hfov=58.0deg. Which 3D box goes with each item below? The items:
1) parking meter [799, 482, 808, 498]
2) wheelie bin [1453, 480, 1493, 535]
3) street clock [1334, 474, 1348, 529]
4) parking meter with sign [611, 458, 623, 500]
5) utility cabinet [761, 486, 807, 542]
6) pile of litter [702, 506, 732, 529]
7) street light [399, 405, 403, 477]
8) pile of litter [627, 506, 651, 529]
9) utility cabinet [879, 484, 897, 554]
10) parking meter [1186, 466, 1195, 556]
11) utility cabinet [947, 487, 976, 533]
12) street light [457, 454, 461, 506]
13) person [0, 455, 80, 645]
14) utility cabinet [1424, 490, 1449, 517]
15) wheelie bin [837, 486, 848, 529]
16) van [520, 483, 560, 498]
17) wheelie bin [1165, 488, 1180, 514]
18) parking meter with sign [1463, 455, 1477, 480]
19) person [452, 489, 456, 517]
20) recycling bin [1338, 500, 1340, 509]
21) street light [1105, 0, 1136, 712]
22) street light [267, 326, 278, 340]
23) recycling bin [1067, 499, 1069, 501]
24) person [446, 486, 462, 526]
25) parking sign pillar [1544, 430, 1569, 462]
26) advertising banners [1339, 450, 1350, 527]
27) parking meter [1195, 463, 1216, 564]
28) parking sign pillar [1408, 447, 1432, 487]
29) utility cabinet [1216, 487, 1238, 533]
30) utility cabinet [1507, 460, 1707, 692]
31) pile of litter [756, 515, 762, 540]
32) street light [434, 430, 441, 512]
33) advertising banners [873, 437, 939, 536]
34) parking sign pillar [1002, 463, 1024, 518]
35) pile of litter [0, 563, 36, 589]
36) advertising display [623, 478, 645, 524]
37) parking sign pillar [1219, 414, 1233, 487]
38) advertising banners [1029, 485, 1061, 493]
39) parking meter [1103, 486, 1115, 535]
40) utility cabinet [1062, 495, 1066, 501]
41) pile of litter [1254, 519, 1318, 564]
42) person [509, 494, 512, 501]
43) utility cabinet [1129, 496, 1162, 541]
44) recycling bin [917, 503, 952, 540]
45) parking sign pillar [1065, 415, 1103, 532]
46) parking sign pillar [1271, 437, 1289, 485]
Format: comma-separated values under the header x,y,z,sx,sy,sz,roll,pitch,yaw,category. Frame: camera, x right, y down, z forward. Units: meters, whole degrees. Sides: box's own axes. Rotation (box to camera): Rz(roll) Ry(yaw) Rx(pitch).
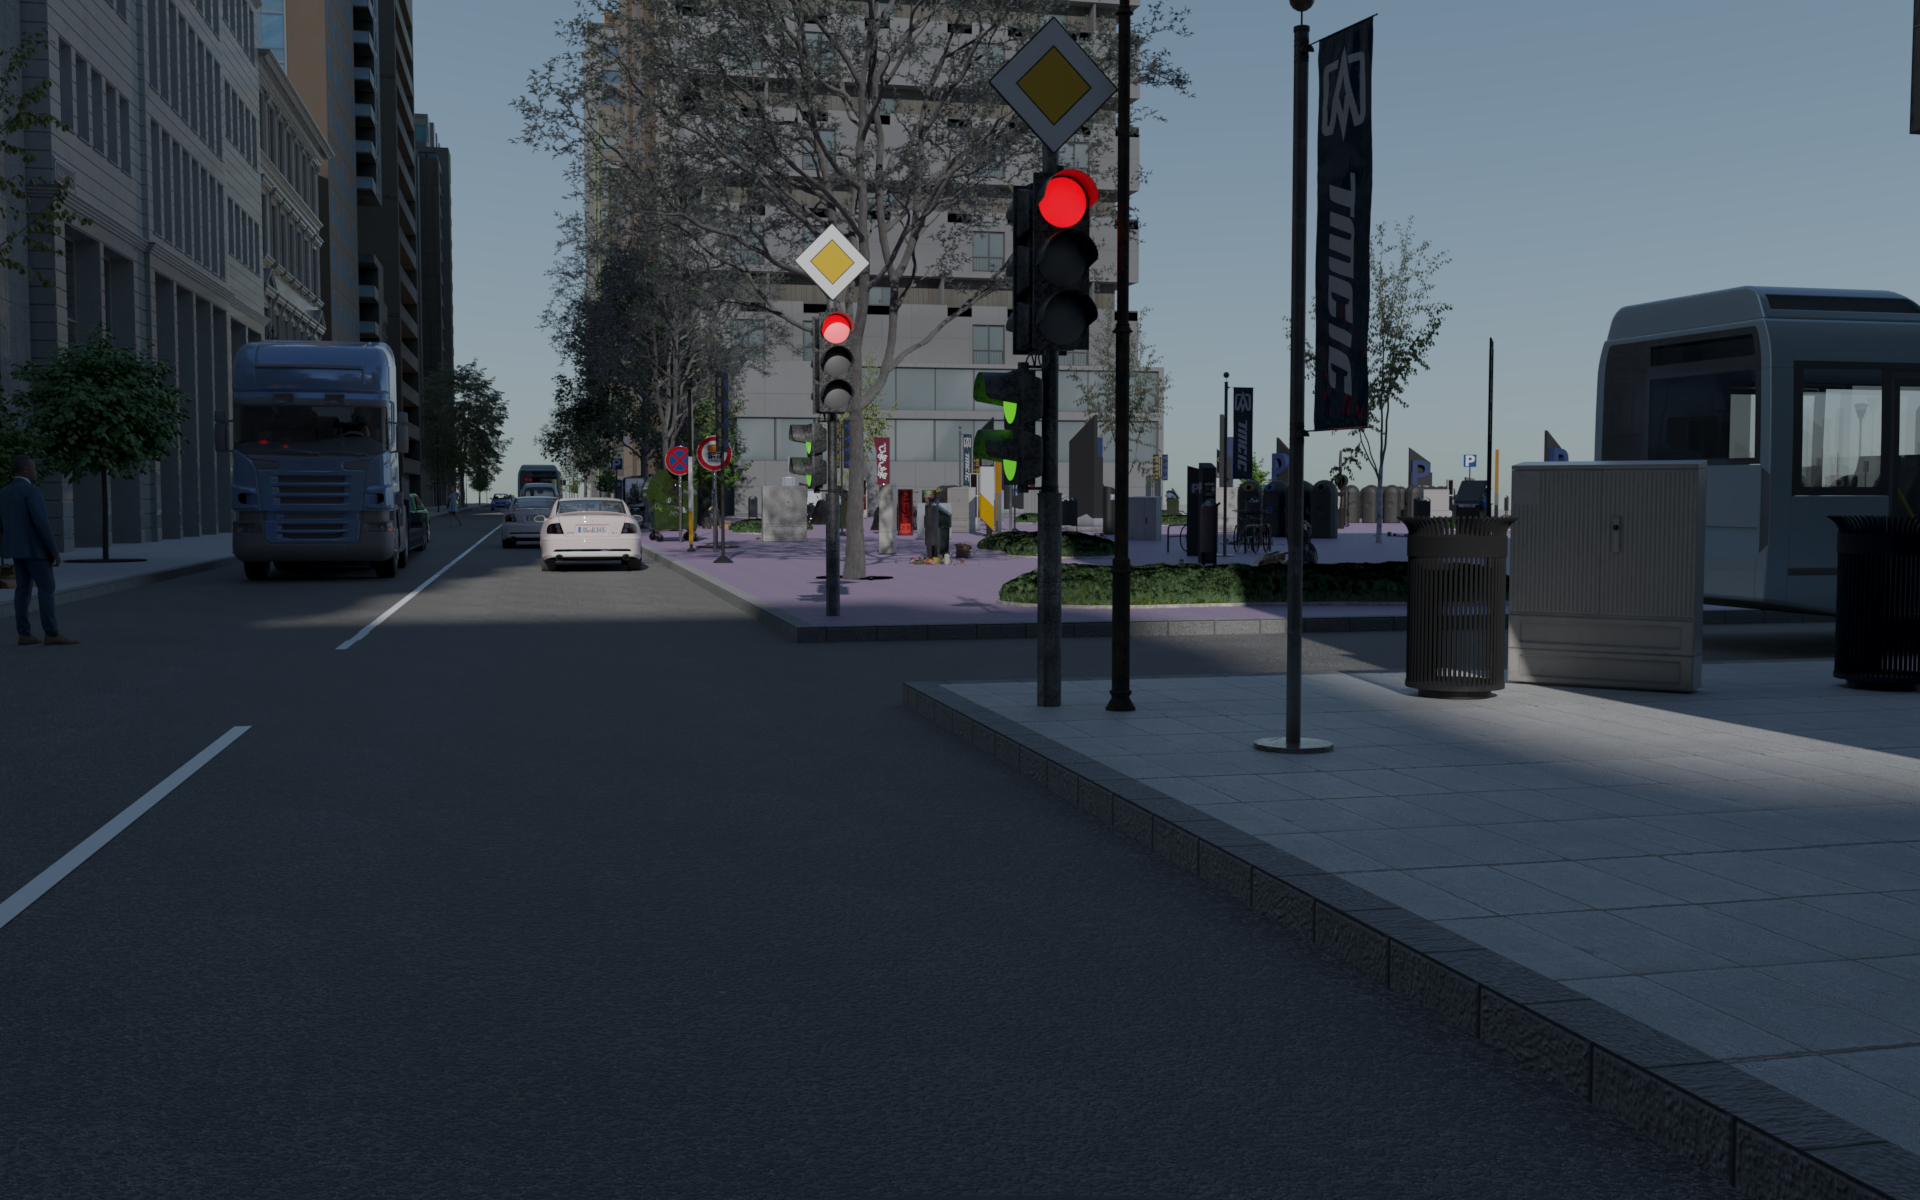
x,y,z,sx,sy,sz,roll,pitch,yaw,category
-7.836,-4.950,86.649,0.399,1.863,0.255,1,4,12,parking meter
11.695,-1.932,39.504,0.980,1.594,0.693,3,5,45,wheelie bin
14.058,-3.628,63.894,0.471,2.002,0.358,3,5,44,street clock
-16.721,-5.437,85.148,0.543,3.016,1.738,0,4,-1,parking meter with sign
-4.694,-2.298,46.248,1.173,1.500,0.318,-1,4,-13,utility cabinet
-8.876,-3.070,64.161,1.176,0.858,1.719,3,5,41,pile of litter
-29.168,-7.196,90.436,0.468,5.910,1.993,-1,4,-14,street light
-11.958,-3.060,64.000,1.176,0.858,1.719,-1,4,-18,pile of litter
-1.561,-1.747,37.248,0.318,1.500,1.173,0,4,2,utility cabinet
4.907,-1.842,35.834,0.399,1.863,0.255,1,4,20,parking meter
0.039,-2.963,57.120,0.318,1.500,1.173,-3,4,-36,utility cabinet
-44.711,-11.112,154.473,0.468,5.910,1.993,-1,4,-14,street light
-8.826,-0.475,16.453,0.721,1.800,0.419,1,4,16,person
23.271,-4.644,84.613,1.173,1.500,0.318,1,4,20,utility cabinet
-4.461,-3.441,64.168,0.693,1.594,0.980,-2,4,-23,wheelie bin
-16.573,-3.754,68.388,2.013,2.044,4.112,-1,4,-13,van
10.456,-4.725,85.158,0.693,1.594,0.980,1,4,13,wheelie bin
22.760,-4.955,77.268,0.543,3.016,1.738,1,4,18,parking meter with sign
-31.978,-6.185,109.256,0.705,1.869,1.348,-1,4,-23,person
17.016,-4.086,79.364,0.722,1.027,0.722,-2,4,-34,recycling bin
0.954,-2.283,10.115,0.468,5.910,1.993,-1,4,-14,street light
-18.892,-4.586,47.774,0.468,5.910,1.993,-1,4,-14,street light
5.390,-4.508,86.261,0.722,1.027,0.722,-3,4,-39,recycling bin
-22.542,-4.186,77.039,0.616,1.811,0.778,2,4,24,person
25.322,-5.202,73.519,1.447,3.967,1.447,-3,4,-38,parking sign pillar
15.162,-4.416,68.385,0.090,3.025,2.074,0,4,2,advertising banners
4.572,-1.611,32.043,0.255,1.863,0.399,0,4,-6,parking meter
26.564,-6.820,99.973,1.447,3.967,1.447,0,4,-8,parking sign pillar
8.598,-2.964,57.137,1.173,1.500,0.318,1,4,21,utility cabinet
4.265,-0.170,11.458,1.173,1.500,0.318,2,4,33,utility cabinet
-5.127,-2.122,48.654,1.176,0.858,1.719,-1,4,-13,pile of litter
-37.012,-9.172,122.756,0.468,5.910,1.993,-1,4,-14,street light
-1.660,-3.502,53.440,2.074,3.025,0.090,-1,4,-13,advertising banners
2.869,-6.464,94.161,1.447,3.967,1.447,-3,5,-42,parking sign pillar
-13.296,-0.618,24.067,1.176,0.858,1.719,0,4,-7,pile of litter
-12.752,-3.827,67.788,0.123,1.923,0.974,3,5,42,advertising display
9.099,-4.324,59.163,1.447,3.967,1.447,1,4,12,parking sign pillar
3.470,-4.646,72.155,0.090,3.025,2.074,-3,5,-39,advertising banners
4.685,-2.820,54.523,0.372,1.533,0.369,0,3,0,parking meter
4.720,-4.417,83.373,0.306,1.237,1.020,2,4,35,utility cabinet
5.615,-0.979,29.972,1.176,0.858,1.719,3,4,38,pile of litter
-40.938,-8.915,157.492,0.421,1.427,0.697,-2,4,-34,person
5.122,-2.259,48.093,0.306,1.237,1.020,-3,5,-43,utility cabinet
-0.723,-2.209,48.663,0.722,1.027,0.722,3,5,43,recycling bin
4.319,-4.339,59.412,1.447,3.967,1.447,-3,4,-38,parking sign pillar
15.267,-5.710,81.823,1.447,3.967,1.447,-2,4,-26,parking sign pillar
